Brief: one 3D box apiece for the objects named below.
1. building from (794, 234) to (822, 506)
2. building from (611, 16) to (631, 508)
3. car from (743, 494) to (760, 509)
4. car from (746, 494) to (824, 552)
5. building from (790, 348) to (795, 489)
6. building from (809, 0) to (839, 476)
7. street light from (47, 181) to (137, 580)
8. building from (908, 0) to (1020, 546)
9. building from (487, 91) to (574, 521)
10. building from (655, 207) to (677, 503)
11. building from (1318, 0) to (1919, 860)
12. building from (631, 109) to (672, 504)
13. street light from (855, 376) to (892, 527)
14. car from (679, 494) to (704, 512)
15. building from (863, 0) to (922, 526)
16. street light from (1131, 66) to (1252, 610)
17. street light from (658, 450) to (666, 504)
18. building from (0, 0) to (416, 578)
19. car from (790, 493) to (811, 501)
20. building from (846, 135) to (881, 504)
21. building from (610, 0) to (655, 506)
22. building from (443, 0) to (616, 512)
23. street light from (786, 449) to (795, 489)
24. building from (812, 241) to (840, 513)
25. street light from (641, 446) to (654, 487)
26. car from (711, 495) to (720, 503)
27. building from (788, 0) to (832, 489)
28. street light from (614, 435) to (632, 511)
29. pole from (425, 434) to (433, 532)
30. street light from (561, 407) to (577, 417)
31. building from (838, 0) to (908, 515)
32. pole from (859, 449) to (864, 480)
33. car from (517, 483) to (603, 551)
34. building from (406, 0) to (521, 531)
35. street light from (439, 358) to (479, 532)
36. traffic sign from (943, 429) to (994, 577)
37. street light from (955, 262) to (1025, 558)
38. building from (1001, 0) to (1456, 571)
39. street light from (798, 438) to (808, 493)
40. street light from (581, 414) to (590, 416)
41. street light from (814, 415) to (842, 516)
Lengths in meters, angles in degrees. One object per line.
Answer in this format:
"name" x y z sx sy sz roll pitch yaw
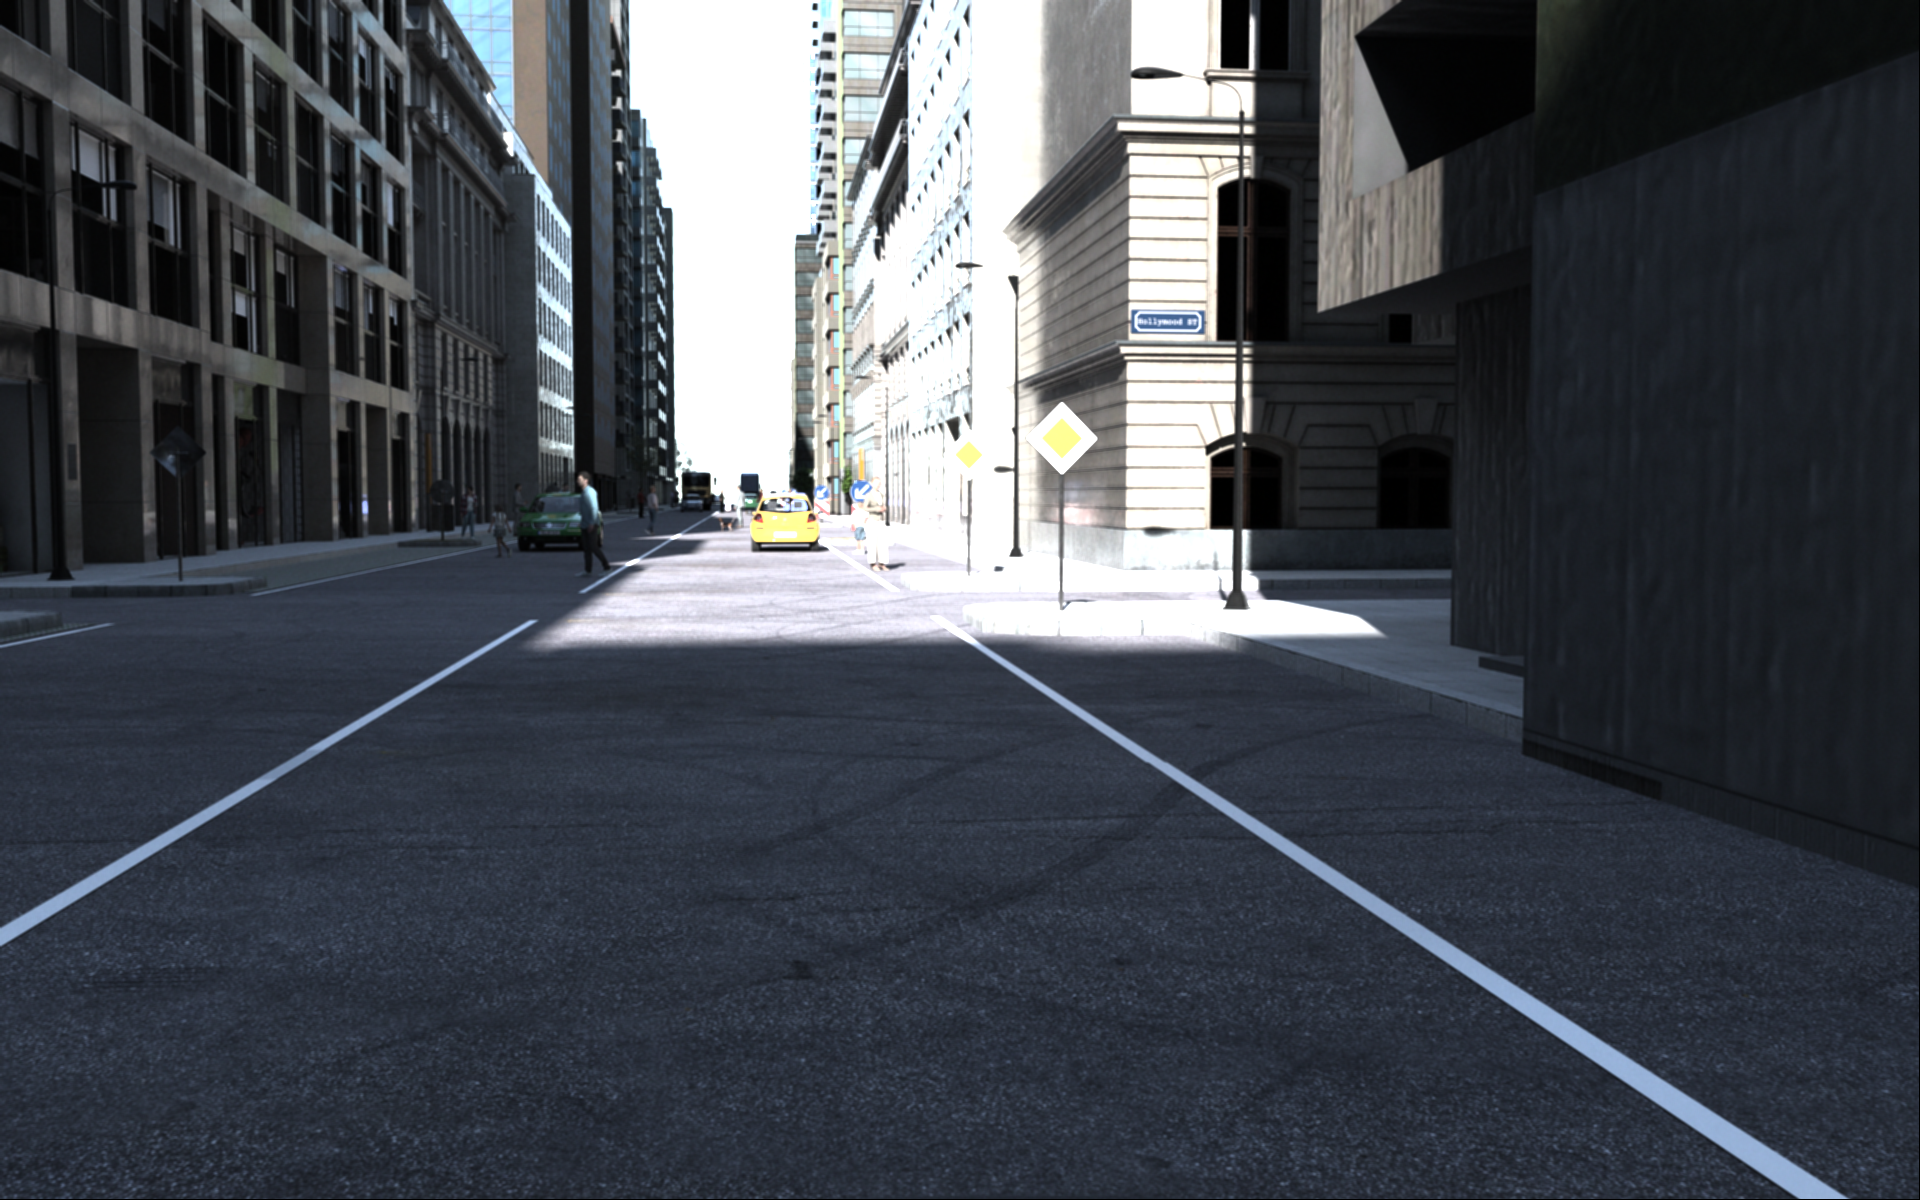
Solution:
"building" -11.566 -25.857 194.456 14.160 30.474 14.107 0 4 -7
"building" -41.593 -30.673 156.132 22.147 44.769 28.867 0 4 -7
"car" -17.763 -8.221 146.206 2.131 1.459 4.920 0 4 -8
"car" -4.490 -2.094 44.466 2.015 1.641 3.980 0 4 -6
"building" -7.063 -22.744 216.901 27.650 21.520 28.899 0 4 -7
"building" -2.038 -33.221 162.776 23.786 49.044 30.456 0 4 -7
"street light" -12.900 -3.256 25.769 1.470 5.913 1.316 0 4 -7
"building" 4.454 -11.980 50.618 10.420 20.320 16.860 0 4 -7
"building" -26.363 -14.407 90.300 10.420 20.320 16.860 0 4 -7
"building" -46.759 -33.983 239.211 14.154 41.232 14.086 0 4 -7
"building" 9.804 -14.667 11.515 14.160 30.474 14.107 0 4 -7
"building" -48.500 -36.484 216.121 23.786 49.044 30.456 0 4 -7
"street light" -3.409 -5.845 68.110 1.470 5.913 1.316 0 4 -7
"car" -21.591 -7.791 139.379 2.014 1.417 4.499 -1 4 -9
"building" 3.422 -14.059 71.671 13.314 21.916 24.055 0 4 -7
"street light" 2.547 -2.844 19.049 1.470 5.913 1.316 0 4 -7
"street light" -32.279 -12.910 183.622 1.470 5.913 1.316 0 4 -7
"building" -25.887 -14.391 39.811 19.350 26.468 34.151 0 4 -7
"car" -10.975 -6.544 116.590 1.945 1.707 3.694 0 4 -8
"building" -0.685 -14.930 93.253 9.793 20.994 18.267 0 4 -7
"building" -44.487 -45.994 190.259 20.563 71.187 20.611 0 4 -7
"building" -34.658 -29.676 135.308 14.600 45.320 14.200 0 4 -7
"street light" -16.859 -12.540 177.571 1.470 5.913 1.316 0 4 -7
"building" 2.957 -17.694 134.344 27.650 21.520 28.899 0 4 -7
"street light" -30.423 -11.978 168.379 1.470 5.913 1.316 0 4 -7
"car" -33.363 -13.751 237.192 2.083 1.381 4.827 0 4 -5
"building" -12.982 -56.981 244.311 22.319 86.520 31.000 0 4 -7
"street light" -26.307 -9.946 135.154 1.470 5.913 1.316 0 4 -7
"pole" -17.926 -3.953 58.467 0.158 3.312 0.155 0 3 0
"street light" -21.167 -7.320 92.215 1.470 5.913 1.316 0 4 -7
"building" -0.887 -26.181 111.662 14.154 41.232 14.086 0 4 -7
"pole" -4.417 -5.122 77.582 0.158 3.312 0.155 0 3 0
"car" -10.389 -2.223 45.141 1.959 1.807 4.718 0 4 -5
"building" -25.822 -13.910 69.223 13.314 21.916 24.055 0 4 -7
"street light" -17.064 -5.287 58.988 1.470 5.913 1.316 0 4 -7
"traffic sign" 0.135 -1.419 26.848 0.795 2.450 0.064 0 4 -7
"street light" 0.598 -3.812 34.871 1.470 5.913 1.316 0 4 -7
"building" 18.904 -13.215 35.147 34.723 24.649 14.460 0 4 -7
"street light" -12.740 -10.487 144.009 1.470 5.913 1.316 0 4 -7
"street light" -22.241 -7.862 101.084 1.470 5.913 1.316 0 4 -7
"street light" -7.626 -7.892 101.571 1.470 5.913 1.316 0 4 -7
